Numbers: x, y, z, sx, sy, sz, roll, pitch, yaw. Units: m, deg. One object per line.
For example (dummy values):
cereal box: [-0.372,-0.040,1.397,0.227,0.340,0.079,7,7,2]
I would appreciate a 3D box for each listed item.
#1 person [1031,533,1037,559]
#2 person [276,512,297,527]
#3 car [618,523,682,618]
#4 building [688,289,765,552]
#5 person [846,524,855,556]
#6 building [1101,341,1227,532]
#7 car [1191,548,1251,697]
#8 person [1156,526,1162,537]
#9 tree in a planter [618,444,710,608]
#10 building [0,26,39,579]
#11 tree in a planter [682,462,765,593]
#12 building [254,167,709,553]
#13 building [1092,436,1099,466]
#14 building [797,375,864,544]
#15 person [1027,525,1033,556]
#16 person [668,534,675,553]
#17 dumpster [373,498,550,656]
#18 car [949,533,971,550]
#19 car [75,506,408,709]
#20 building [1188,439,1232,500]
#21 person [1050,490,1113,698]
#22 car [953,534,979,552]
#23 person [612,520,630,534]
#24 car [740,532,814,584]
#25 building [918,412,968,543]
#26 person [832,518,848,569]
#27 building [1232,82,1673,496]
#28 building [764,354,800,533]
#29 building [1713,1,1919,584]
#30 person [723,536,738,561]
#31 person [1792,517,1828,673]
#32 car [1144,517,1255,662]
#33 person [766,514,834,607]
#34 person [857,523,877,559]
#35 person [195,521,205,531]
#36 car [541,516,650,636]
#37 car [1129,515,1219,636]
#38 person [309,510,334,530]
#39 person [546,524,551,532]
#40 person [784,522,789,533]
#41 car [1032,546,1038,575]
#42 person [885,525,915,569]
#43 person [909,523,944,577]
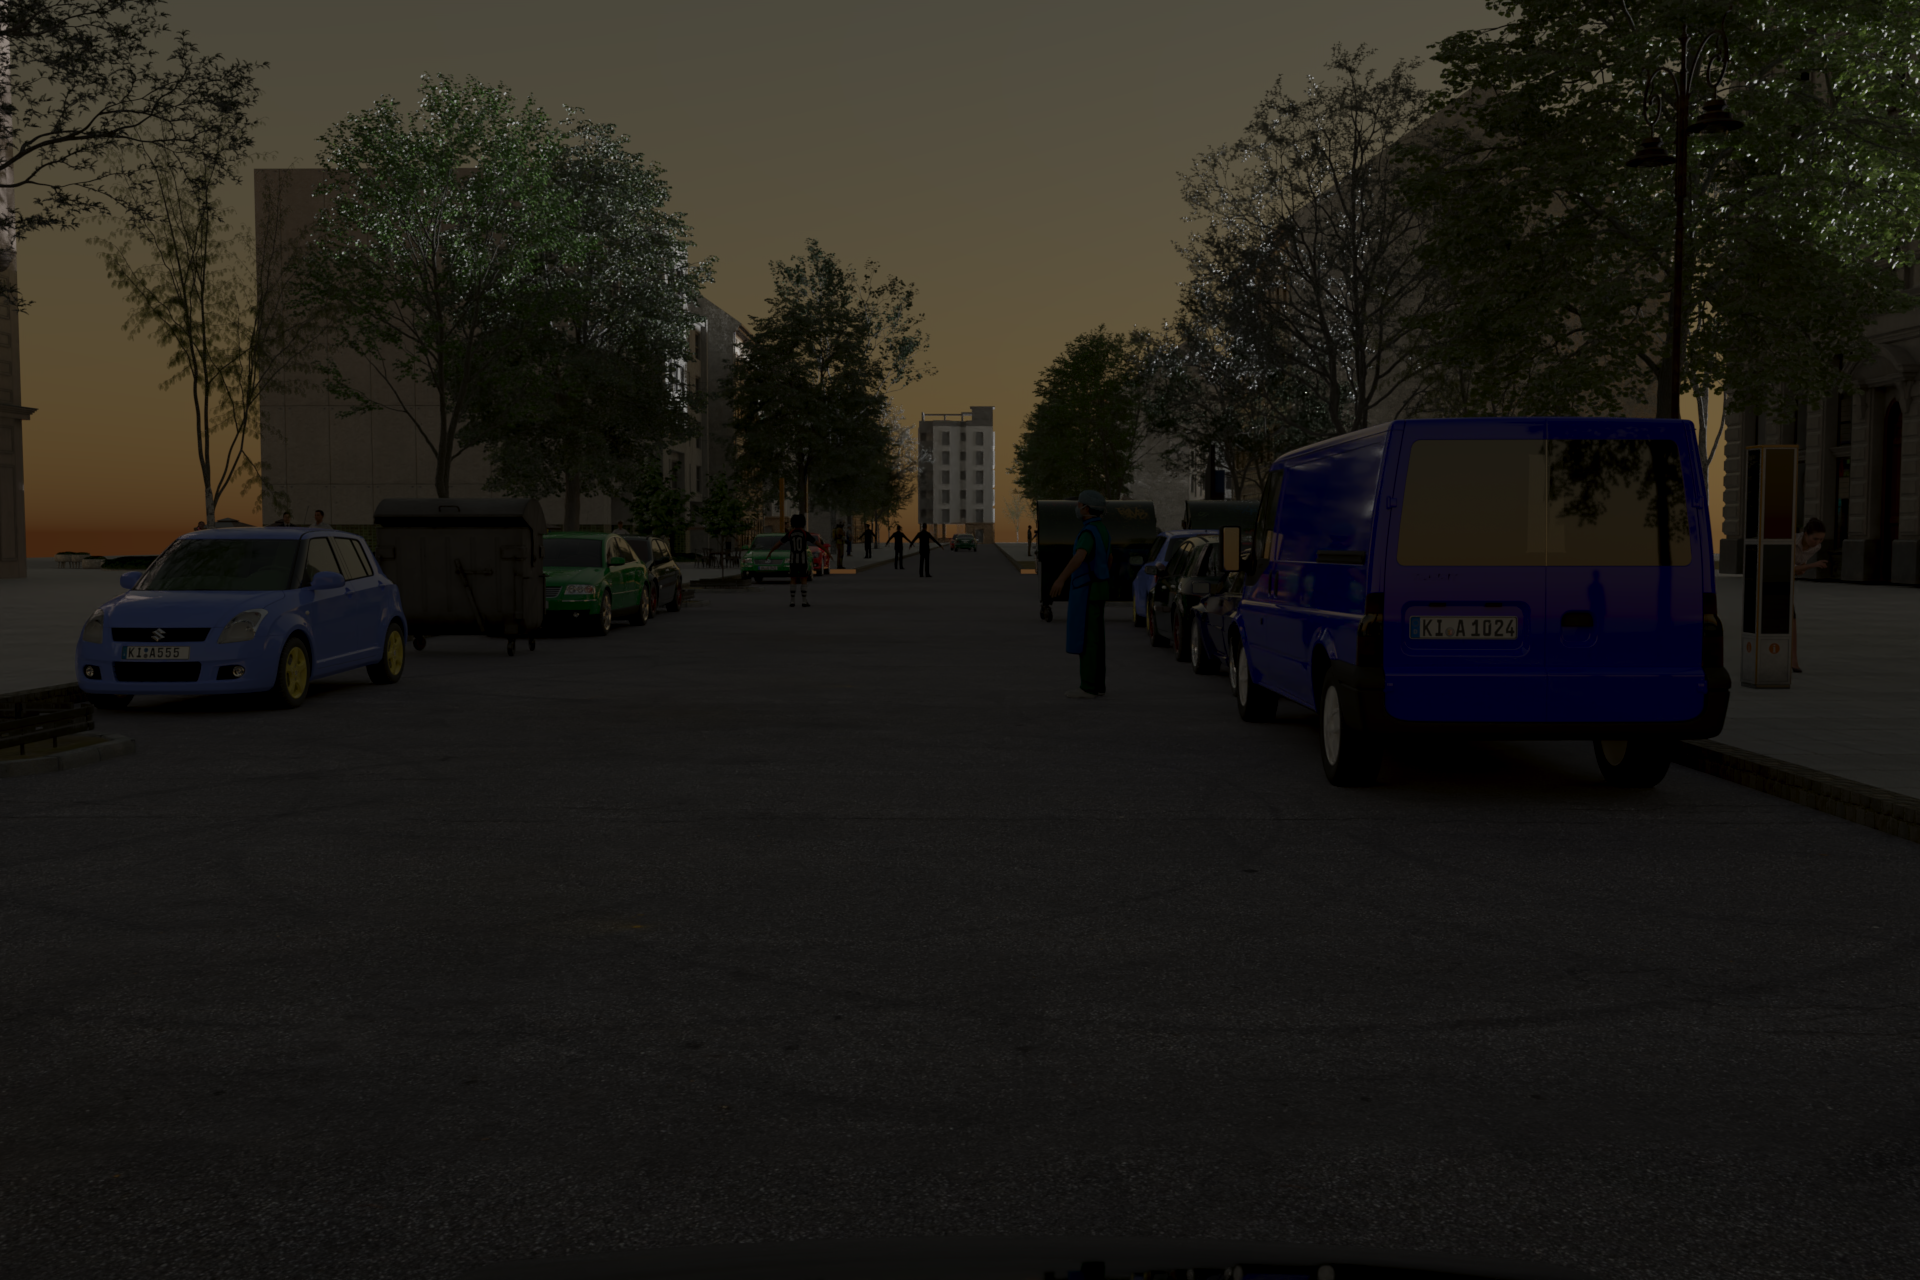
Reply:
person: [4.070,-5.137,89.959,0.705,1.833,1.349,2,4,29]
person: [-16.159,-2.177,41.637,1.345,1.823,0.704,-2,4,-27]
car: [-6.034,-1.275,30.636,2.009,1.686,4.222,0,4,1]
building: [-25.439,-18.504,133.476,19.493,23.208,18.063,0,3,0]
person: [-6.346,-5.728,99.511,0.705,1.847,1.347,-1,4,-20]
building: [25.975,-22.610,200.606,19.493,23.208,18.063,0,4,1]
car: [3.251,-0.242,16.531,1.945,1.354,3.894,0,4,0]
person: [5.560,-2.731,50.483,1.345,1.849,0.704,-1,4,-21]
tree in a planter: [-6.060,-2.281,34.513,1.991,3.239,1.994,0,4,2]
building: [-31.862,-13.839,38.283,10.469,25.551,25.511,0,3,0]
tree in a planter: [-5.934,-2.813,43.210,1.991,3.239,1.994,0,4,1]
building: [-25.429,-14.267,99.727,16.747,18.905,31.486,0,4,1]
building: [26.809,-23.879,221.357,19.493,23.208,18.063,0,4,1]
building: [-22.828,-24.580,232.817,19.493,23.208,18.063,0,4,2]
person: [4.044,-5.723,99.845,0.705,1.796,1.348,0,4,2]
person: [-14.997,-5.080,89.775,0.721,1.740,1.216,0,4,0]
dumpster: [-5.966,-0.767,20.748,1.865,1.857,1.264,0,4,1]
car: [0.081,-8.785,152.679,2.155,1.783,4.494,0,4,1]
car: [-6.253,-0.350,15.313,1.945,1.707,3.694,0,4,1]
building: [25.200,-12.407,144.998,9.099,9.664,28.070,0,4,1]
person: [1.116,-0.406,15.221,0.704,1.817,1.347,1,4,22]
car: [0.465,-7.944,141.689,2.131,1.459,4.920,0,4,1]
person: [-11.706,-3.262,59.801,1.216,1.778,0.721,-1,4,-20]
car: [-5.387,-2.596,51.235,1.959,1.807,4.718,0,4,1]
building: [-5.966,-24.570,260.594,11.380,20.090,16.016,0,4,8]
person: [-4.365,-3.535,63.563,0.705,1.858,1.354,-1,4,-16]
building: [25.358,-16.042,93.215,19.493,23.208,18.063,0,4,0]
building: [-22.780,-19.771,179.671,16.016,20.090,11.380,0,4,2]
building: [27.243,-13.083,41.626,11.050,23.595,19.941,0,4,1]
person: [-11.158,-4.740,83.630,0.705,1.813,1.348,2,4,24]
person: [7.687,-0.416,16.036,0.799,1.438,0.628,3,5,43]
car: [3.277,-0.675,20.822,2.009,1.686,4.222,0,4,0]
person: [-3.169,-1.559,34.088,1.345,1.843,0.704,0,4,5]
person: [-4.839,-5.197,90.906,1.347,1.837,0.705,-3,5,-44]
person: [-21.301,-2.518,48.682,0.593,1.643,0.415,3,5,44]
car: [-5.819,-1.037,25.758,1.959,1.807,4.718,0,4,1]
car: [3.489,-0.978,25.579,1.945,1.707,3.694,0,4,1]
person: [-14.016,-1.941,37.884,1.344,1.810,0.704,1,4,10]
person: [-15.212,-3.476,63.301,1.216,1.772,0.721,-1,4,-10]
person: [-7.450,-4.192,74.682,0.704,1.812,1.346,1,4,9]
car: [3.660,-3.066,62.490,2.083,1.381,4.827,0,4,1]
person: [-2.471,-3.771,70.341,1.346,1.802,0.704,2,4,26]
person: [-1.158,-2.984,57.476,1.346,1.802,0.704,2,4,30]
